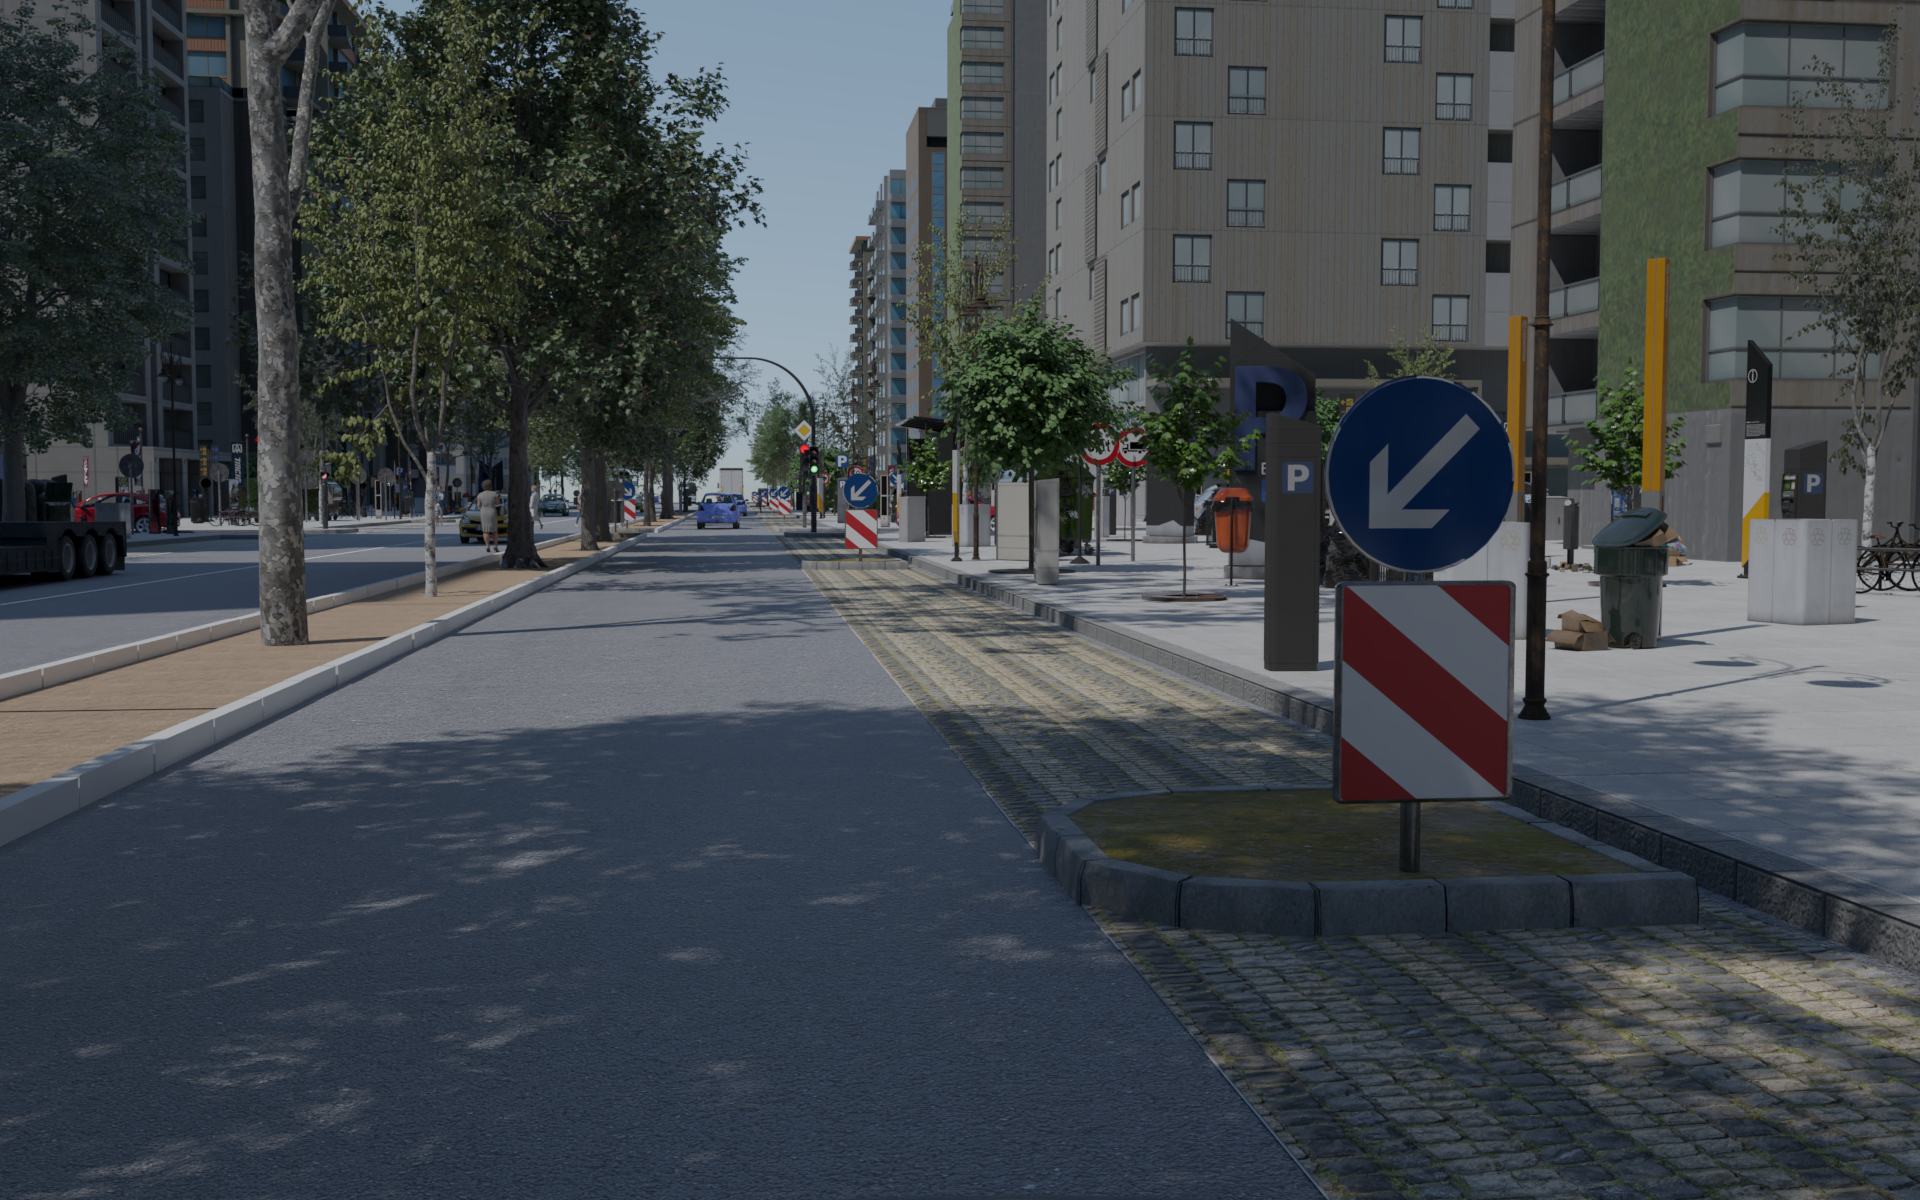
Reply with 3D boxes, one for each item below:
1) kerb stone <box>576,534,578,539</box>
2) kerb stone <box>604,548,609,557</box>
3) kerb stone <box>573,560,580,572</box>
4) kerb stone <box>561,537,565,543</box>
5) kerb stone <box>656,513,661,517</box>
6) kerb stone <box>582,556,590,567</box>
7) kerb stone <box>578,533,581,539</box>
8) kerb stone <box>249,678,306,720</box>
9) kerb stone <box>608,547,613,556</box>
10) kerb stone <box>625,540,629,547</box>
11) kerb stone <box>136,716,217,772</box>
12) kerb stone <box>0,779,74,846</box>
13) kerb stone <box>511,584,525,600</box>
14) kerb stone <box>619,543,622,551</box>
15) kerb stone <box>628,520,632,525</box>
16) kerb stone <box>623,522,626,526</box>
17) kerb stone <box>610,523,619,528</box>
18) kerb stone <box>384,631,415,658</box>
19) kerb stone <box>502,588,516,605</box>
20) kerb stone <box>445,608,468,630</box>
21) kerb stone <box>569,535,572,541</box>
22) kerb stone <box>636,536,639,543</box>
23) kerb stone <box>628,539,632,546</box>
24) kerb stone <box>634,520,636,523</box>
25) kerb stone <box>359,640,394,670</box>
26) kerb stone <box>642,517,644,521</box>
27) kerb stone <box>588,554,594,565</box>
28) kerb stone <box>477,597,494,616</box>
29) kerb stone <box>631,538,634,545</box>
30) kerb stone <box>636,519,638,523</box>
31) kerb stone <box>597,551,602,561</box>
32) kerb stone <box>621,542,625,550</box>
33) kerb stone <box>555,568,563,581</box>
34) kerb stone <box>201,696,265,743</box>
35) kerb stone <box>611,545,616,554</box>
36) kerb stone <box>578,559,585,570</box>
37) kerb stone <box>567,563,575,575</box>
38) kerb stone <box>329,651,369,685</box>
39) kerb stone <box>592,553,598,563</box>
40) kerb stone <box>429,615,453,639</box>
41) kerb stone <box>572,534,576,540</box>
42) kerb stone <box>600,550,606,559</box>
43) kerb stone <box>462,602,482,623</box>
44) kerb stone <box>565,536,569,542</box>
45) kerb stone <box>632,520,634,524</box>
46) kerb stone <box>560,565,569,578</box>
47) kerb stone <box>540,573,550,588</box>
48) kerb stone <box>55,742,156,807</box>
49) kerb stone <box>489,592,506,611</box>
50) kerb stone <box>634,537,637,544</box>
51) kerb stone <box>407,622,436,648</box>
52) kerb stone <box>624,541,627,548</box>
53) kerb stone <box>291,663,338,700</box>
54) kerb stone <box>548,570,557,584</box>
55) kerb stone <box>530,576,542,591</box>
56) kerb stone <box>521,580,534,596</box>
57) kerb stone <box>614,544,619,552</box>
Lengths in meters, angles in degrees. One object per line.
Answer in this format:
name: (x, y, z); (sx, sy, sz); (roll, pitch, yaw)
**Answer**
kerb stone: (-12.066, -1.940, 53.907); (0.120, 0.150, 1.000); (0, 4, -7)
kerb stone: (-8.033, -1.016, 38.899); (0.120, 0.150, 1.000); (0, 4, -7)
kerb stone: (-7.124, -0.585, 31.765); (0.120, 0.150, 1.000); (0, 4, -7)
kerb stone: (-11.548, -1.689, 49.846); (0.120, 0.150, 1.000); (0, 4, -7)
kerb stone: (-19.656, -5.579, 113.415); (0.120, 0.150, 1.000); (0, 4, -7)
kerb stone: (-7.381, -0.709, 33.802); (0.120, 0.150, 1.000); (0, 4, -7)
kerb stone: (-12.192, -2.000, 54.922); (0.120, 0.150, 1.000); (0, 4, -7)
kerb stone: (-4.525, 0.660, 11.430); (0.120, 0.150, 1.000); (0, 4, -7)
kerb stone: (-8.162, -1.082, 39.913); (0.120, 0.150, 1.000); (0, 4, -7)
kerb stone: (-8.944, -1.456, 46.027); (0.120, 0.150, 1.000); (0, 4, -7)
kerb stone: (-4.264, 0.782, 9.402); (0.120, 0.150, 1.000); (0, 4, -7)
kerb stone: (-4.005, 0.912, 7.373); (0.120, 0.150, 1.000); (0, 4, -7)
kerb stone: (-6.085, -0.087, 23.616); (0.120, 0.150, 1.000); (0, 4, -7)
kerb stone: (-8.554, -1.270, 42.975); (0.120, 0.150, 1.000); (0, 4, -7)
kerb stone: (-15.500, -3.580, 80.830); (0.120, 0.150, 1.000); (0, 4, -7)
kerb stone: (-14.979, -3.335, 76.762); (0.120, 0.150, 1.000); (0, 4, -7)
kerb stone: (-14.334, -3.022, 71.688); (0.120, 0.150, 1.000); (0, 4, -7)
kerb stone: (-5.056, 0.415, 15.494); (0.120, 0.150, 1.000); (0, 4, -7)
kerb stone: (-5.956, -0.022, 22.601); (0.120, 0.150, 1.000); (0, 4, -7)
kerb stone: (-5.431, 0.224, 18.540); (0.120, 0.150, 1.000); (0, 4, -7)
kerb stone: (-11.808, -1.815, 51.877); (0.120, 0.150, 1.000); (0, 4, -7)
kerb stone: (-9.458, -1.706, 50.096); (0.120, 0.150, 1.000); (0, 4, -7)
kerb stone: (-9.066, -1.517, 47.042); (0.120, 0.150, 1.000); (0, 4, -7)
kerb stone: (-15.888, -3.772, 83.871); (0.120, 0.150, 1.000); (0, 4, -7)
kerb stone: (-4.916, 0.477, 14.481); (0.120, 0.150, 1.000); (0, 4, -7)
kerb stone: (-16.661, -4.146, 89.986); (0.120, 0.150, 1.000); (0, 4, -7)
kerb stone: (-7.517, -0.772, 34.821); (0.120, 0.150, 1.000); (0, 4, -7)
kerb stone: (-5.695, 0.099, 20.573); (0.120, 0.150, 1.000); (0, 4, -7)
kerb stone: (-9.207, -1.582, 48.060); (0.120, 0.150, 1.000); (0, 4, -7)
kerb stone: (-16.019, -3.835, 84.892); (0.120, 0.150, 1.000); (0, 4, -7)
kerb stone: (-7.782, -0.897, 36.853); (0.120, 0.150, 1.000); (0, 4, -7)
kerb stone: (-8.672, -1.333, 43.991); (0.120, 0.150, 1.000); (0, 4, -7)
kerb stone: (-6.733, -0.398, 28.711); (0.120, 0.150, 1.000); (0, 4, -7)
kerb stone: (-4.394, 0.724, 10.416); (0.120, 0.150, 1.000); (0, 4, -7)
kerb stone: (-8.295, -1.146, 40.939); (0.120, 0.150, 1.000); (0, 4, -7)
kerb stone: (-7.252, -0.643, 32.788); (0.120, 0.150, 1.000); (0, 4, -7)
kerb stone: (-6.992, -0.523, 30.752); (0.120, 0.150, 1.000); (0, 4, -7)
kerb stone: (-4.782, 0.534, 13.465); (0.120, 0.150, 1.000); (0, 4, -7)
kerb stone: (-7.642, -0.830, 35.841); (0.120, 0.150, 1.000); (0, 4, -7)
kerb stone: (-5.297, 0.286, 17.526); (0.120, 0.150, 1.000); (0, 4, -7)
kerb stone: (-11.927, -1.877, 52.892); (0.120, 0.150, 1.000); (0, 4, -7)
kerb stone: (-7.901, -0.956, 37.885); (0.120, 0.150, 1.000); (0, 4, -7)
kerb stone: (-5.567, 0.162, 19.559); (0.120, 0.150, 1.000); (0, 4, -7)
kerb stone: (-11.676, -1.742, 50.861); (0.120, 0.150, 1.000); (0, 4, -7)
kerb stone: (-15.629, -3.648, 81.844); (0.120, 0.150, 1.000); (0, 4, -7)
kerb stone: (-6.862, -0.457, 29.732); (0.120, 0.150, 1.000); (0, 4, -7)
kerb stone: (-6.474, -0.274, 26.680); (0.120, 0.150, 1.000); (0, 4, -7)
kerb stone: (-4.137, 0.845, 8.387); (0.120, 0.150, 1.000); (0, 4, -7)
kerb stone: (-5.819, 0.037, 21.587); (0.120, 0.150, 1.000); (0, 4, -7)
kerb stone: (-9.325, -1.644, 49.075); (0.120, 0.150, 1.000); (0, 4, -7)
kerb stone: (-5.170, 0.349, 16.512); (0.120, 0.150, 1.000); (0, 4, -7)
kerb stone: (-8.813, -1.393, 45.010); (0.120, 0.150, 1.000); (0, 4, -7)
kerb stone: (-4.663, 0.598, 12.443); (0.120, 0.150, 1.000); (0, 4, -7)
kerb stone: (-6.606, -0.336, 27.693); (0.120, 0.150, 1.000); (0, 4, -7)
kerb stone: (-6.347, -0.212, 25.654); (0.120, 0.150, 1.000); (0, 4, -7)
kerb stone: (-6.214, -0.149, 24.632); (0.120, 0.150, 1.000); (0, 4, -7)
kerb stone: (-8.431, -1.209, 41.958); (0.120, 0.150, 1.000); (0, 4, -7)
